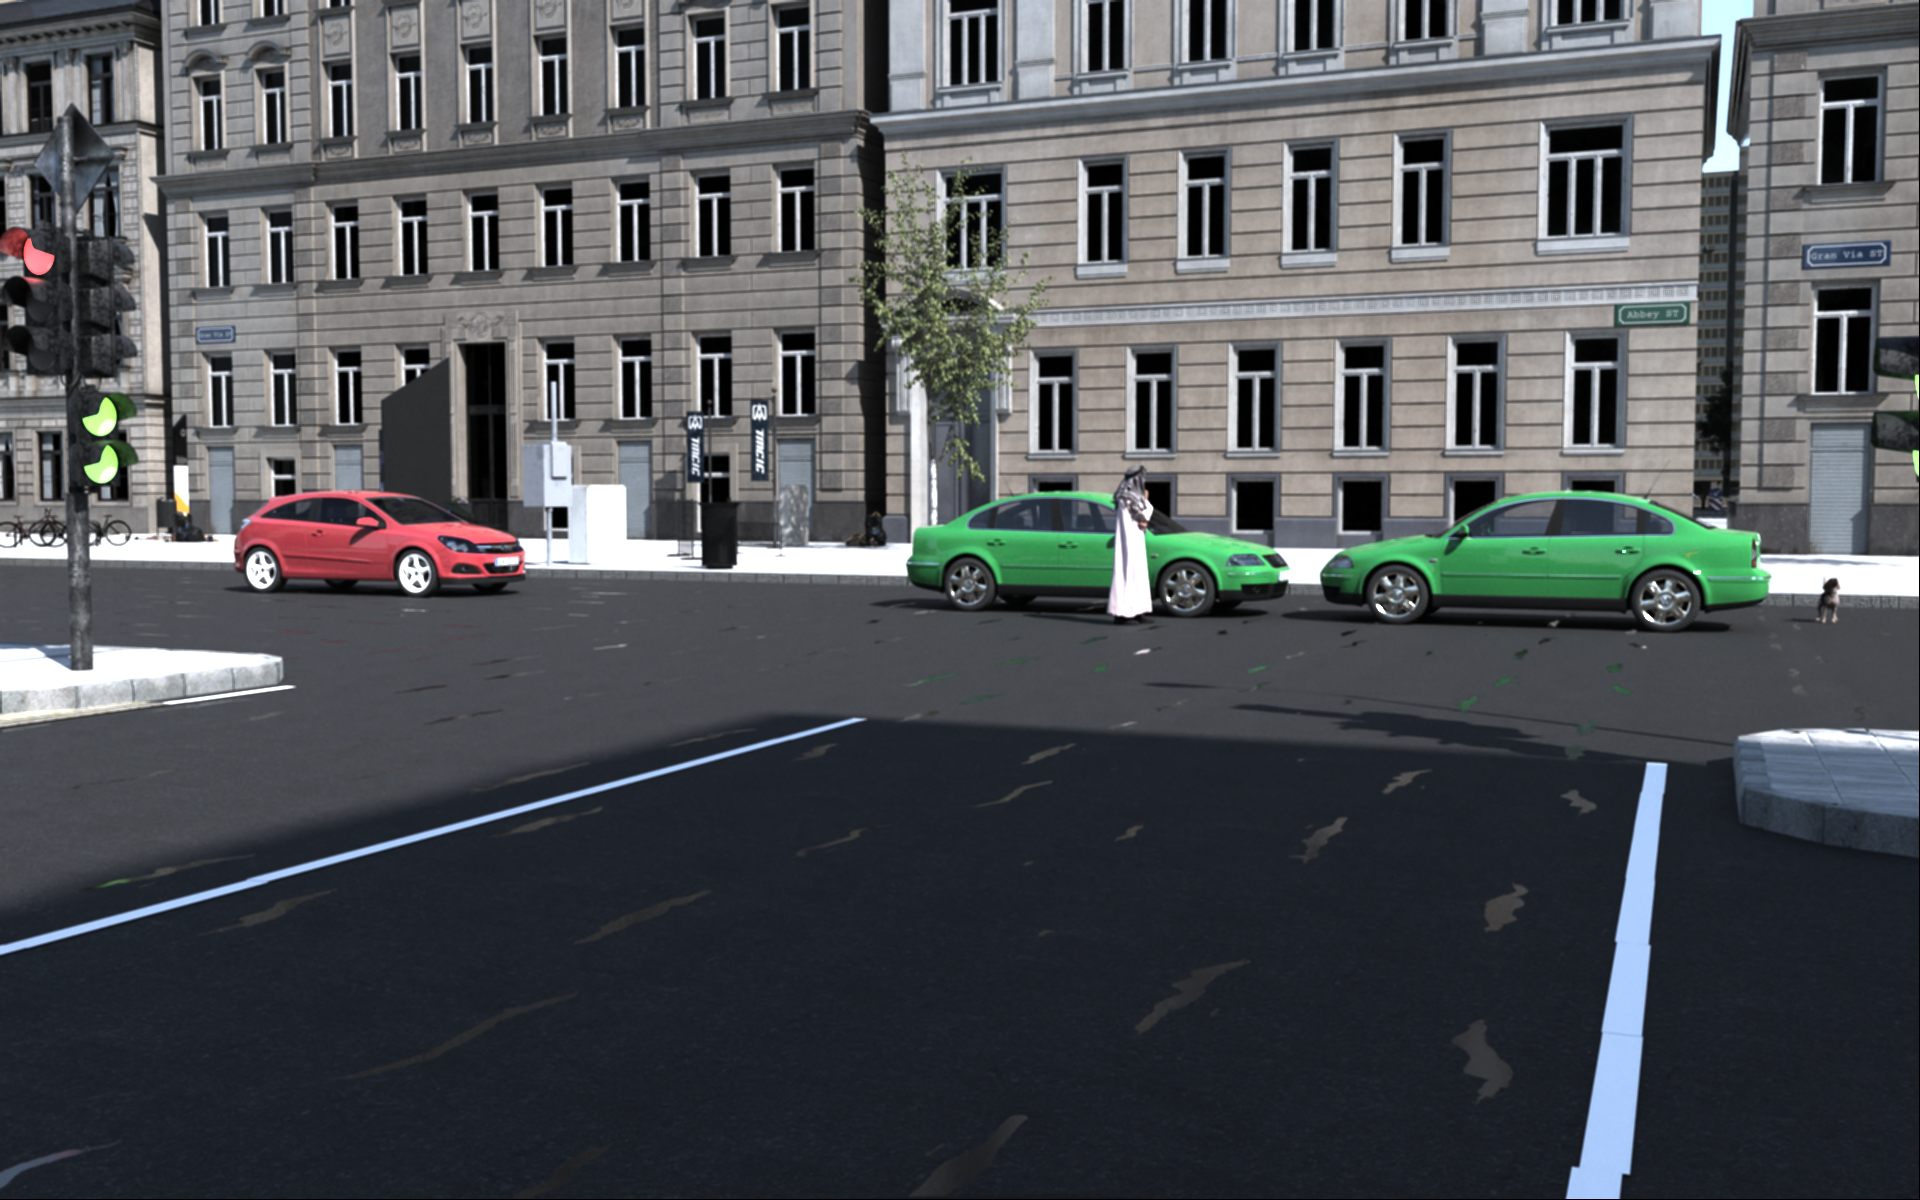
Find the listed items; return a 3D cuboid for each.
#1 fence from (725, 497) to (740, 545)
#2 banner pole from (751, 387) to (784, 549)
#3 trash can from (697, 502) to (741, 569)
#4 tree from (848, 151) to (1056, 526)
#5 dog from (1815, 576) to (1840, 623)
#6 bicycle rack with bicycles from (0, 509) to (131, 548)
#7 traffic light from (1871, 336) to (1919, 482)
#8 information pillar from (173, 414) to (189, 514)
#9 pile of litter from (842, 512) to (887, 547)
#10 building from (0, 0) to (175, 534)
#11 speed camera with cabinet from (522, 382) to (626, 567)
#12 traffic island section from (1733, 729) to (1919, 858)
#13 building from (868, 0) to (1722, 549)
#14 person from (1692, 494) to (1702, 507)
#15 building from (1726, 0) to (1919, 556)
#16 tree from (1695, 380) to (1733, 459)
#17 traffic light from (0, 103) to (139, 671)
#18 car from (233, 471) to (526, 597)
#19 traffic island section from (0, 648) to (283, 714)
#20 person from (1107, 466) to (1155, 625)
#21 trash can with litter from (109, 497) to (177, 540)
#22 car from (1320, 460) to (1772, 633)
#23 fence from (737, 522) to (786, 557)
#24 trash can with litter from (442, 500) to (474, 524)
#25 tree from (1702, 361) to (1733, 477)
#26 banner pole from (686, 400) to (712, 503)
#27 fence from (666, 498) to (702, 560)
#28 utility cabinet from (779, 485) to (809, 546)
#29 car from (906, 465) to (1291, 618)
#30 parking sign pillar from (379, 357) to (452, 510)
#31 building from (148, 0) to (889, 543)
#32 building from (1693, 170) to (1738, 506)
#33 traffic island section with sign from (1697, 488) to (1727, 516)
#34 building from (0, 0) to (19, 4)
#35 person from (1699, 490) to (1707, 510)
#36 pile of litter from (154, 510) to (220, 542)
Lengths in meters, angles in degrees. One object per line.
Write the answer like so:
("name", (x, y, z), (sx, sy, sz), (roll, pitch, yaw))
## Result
("fence", (-5.912, -2.026, 44.332), (0.480, 1.192, 2.264), (-1, 4, -9))
("banner pole", (-4.547, -3.093, 40.588), (0.863, 3.779, 0.401), (-2, 4, -35))
("trash can", (-4.127, -1.103, 29.691), (0.748, 1.137, 0.748), (0, 3, 0))
("tree", (-0.356, -5.351, 37.851), (4.737, 8.622, 4.395), (0, 3, 0))
("dog", (9.723, -0.005, 19.366), (0.406, 0.507, 0.540), (-1, 4, -19))
("bicycle rack with bicycles", (-22.006, -1.787, 42.601), (2.925, 0.926, 2.852), (-1, 4, -23))
("traffic light", (4.634, -1.158, 7.861), (0.839, 4.253, 0.868), (1, 4, 23))
("information pillar", (-22.715, -3.619, 50.521), (0.183, 3.616, 0.504), (1, 4, 18))
("pile of litter", (-2.380, -1.759, 42.719), (1.176, 0.858, 1.719), (2, 4, 23))
("building", (-32.406, -12.106, 62.556), (19.286, 19.102, 10.561), (1, 4, 23))
("speed camera with cabinet", (-6.936, -2.256, 31.219), (0.660, 3.252, 2.038), (2, 4, 32))
("traffic island section", (4.667, 0.876, 7.960), (2.009, 0.180, 2.903), (1, 4, 23))
("building", (9.359, -15.909, 46.017), (20.117, 28.700, 13.634), (1, 4, 23))
("person", (41.109, -5.440, 97.426), (1.348, 1.826, 0.705), (-1, 4, -14))
("building", (29.883, -14.636, 36.559), (25.104, 27.353, 12.463), (1, 4, 23))
("tree", (54.013, -11.223, 117.902), (8.767, 10.594, 7.601), (3, 4, 39))
("traffic light", (-6.387, -1.442, 12.501), (0.839, 4.253, 0.868), (1, 4, 23))
("car", (-8.427, -0.991, 25.240), (4.494, 1.783, 2.155), (1, 4, 22))
("traffic island section", (-6.419, 0.589, 12.651), (2.009, 0.180, 2.903), (1, 4, 23))
("person", (1.904, -0.600, 18.979), (0.621, 1.740, 0.551), (-1, 4, -15))
("trash can with litter", (-22.664, -2.297, 48.622), (2.233, 1.210, 1.678), (-1, 4, -14))
("car", (6.387, -0.634, 19.164), (4.718, 1.807, 1.959), (2, 4, 23))
("fence", (-4.228, -1.285, 36.379), (0.278, 0.683, 2.069), (-2, 4, -34))
("trash can with litter", (-9.204, -1.290, 32.478), (1.055, 1.170, 0.624), (1, 4, 19))
("tree", (68.007, -14.778, 149.044), (7.806, 13.903, 7.818), (0, 3, 0))
("banner pole", (-6.887, -3.434, 46.162), (0.863, 3.779, 0.401), (0, 4, 6))
("fence", (-5.521, -1.444, 34.812), (0.480, 1.192, 2.264), (-1, 4, -17))
("utility cabinet", (-4.097, -2.079, 42.671), (0.318, 1.500, 1.173), (1, 4, 17))
("car", (1.683, -0.765, 21.301), (4.718, 1.807, 1.959), (2, 4, 24))
("parking sign pillar", (-10.710, -2.788, 34.058), (1.447, 3.967, 1.447), (-2, 4, -30))
("building", (-11.596, -15.736, 54.543), (25.104, 27.353, 12.463), (1, 4, 23))
("building", (81.697, -30.987, 198.521), (23.993, 40.220, 32.217), (1, 4, 23))
("traffic island section with sign", (49.313, -6.392, 113.145), (1.989, 1.847, 2.006), (1, 4, 23))
("building", (-50.658, -17.427, 70.829), (20.117, 28.700, 13.634), (1, 4, 23))
("person", (66.387, -8.940, 154.757), (0.705, 1.812, 1.348), (0, 4, -4))
("pile of litter", (-20.681, -1.980, 46.344), (1.719, 0.858, 1.176), (1, 4, 21))
